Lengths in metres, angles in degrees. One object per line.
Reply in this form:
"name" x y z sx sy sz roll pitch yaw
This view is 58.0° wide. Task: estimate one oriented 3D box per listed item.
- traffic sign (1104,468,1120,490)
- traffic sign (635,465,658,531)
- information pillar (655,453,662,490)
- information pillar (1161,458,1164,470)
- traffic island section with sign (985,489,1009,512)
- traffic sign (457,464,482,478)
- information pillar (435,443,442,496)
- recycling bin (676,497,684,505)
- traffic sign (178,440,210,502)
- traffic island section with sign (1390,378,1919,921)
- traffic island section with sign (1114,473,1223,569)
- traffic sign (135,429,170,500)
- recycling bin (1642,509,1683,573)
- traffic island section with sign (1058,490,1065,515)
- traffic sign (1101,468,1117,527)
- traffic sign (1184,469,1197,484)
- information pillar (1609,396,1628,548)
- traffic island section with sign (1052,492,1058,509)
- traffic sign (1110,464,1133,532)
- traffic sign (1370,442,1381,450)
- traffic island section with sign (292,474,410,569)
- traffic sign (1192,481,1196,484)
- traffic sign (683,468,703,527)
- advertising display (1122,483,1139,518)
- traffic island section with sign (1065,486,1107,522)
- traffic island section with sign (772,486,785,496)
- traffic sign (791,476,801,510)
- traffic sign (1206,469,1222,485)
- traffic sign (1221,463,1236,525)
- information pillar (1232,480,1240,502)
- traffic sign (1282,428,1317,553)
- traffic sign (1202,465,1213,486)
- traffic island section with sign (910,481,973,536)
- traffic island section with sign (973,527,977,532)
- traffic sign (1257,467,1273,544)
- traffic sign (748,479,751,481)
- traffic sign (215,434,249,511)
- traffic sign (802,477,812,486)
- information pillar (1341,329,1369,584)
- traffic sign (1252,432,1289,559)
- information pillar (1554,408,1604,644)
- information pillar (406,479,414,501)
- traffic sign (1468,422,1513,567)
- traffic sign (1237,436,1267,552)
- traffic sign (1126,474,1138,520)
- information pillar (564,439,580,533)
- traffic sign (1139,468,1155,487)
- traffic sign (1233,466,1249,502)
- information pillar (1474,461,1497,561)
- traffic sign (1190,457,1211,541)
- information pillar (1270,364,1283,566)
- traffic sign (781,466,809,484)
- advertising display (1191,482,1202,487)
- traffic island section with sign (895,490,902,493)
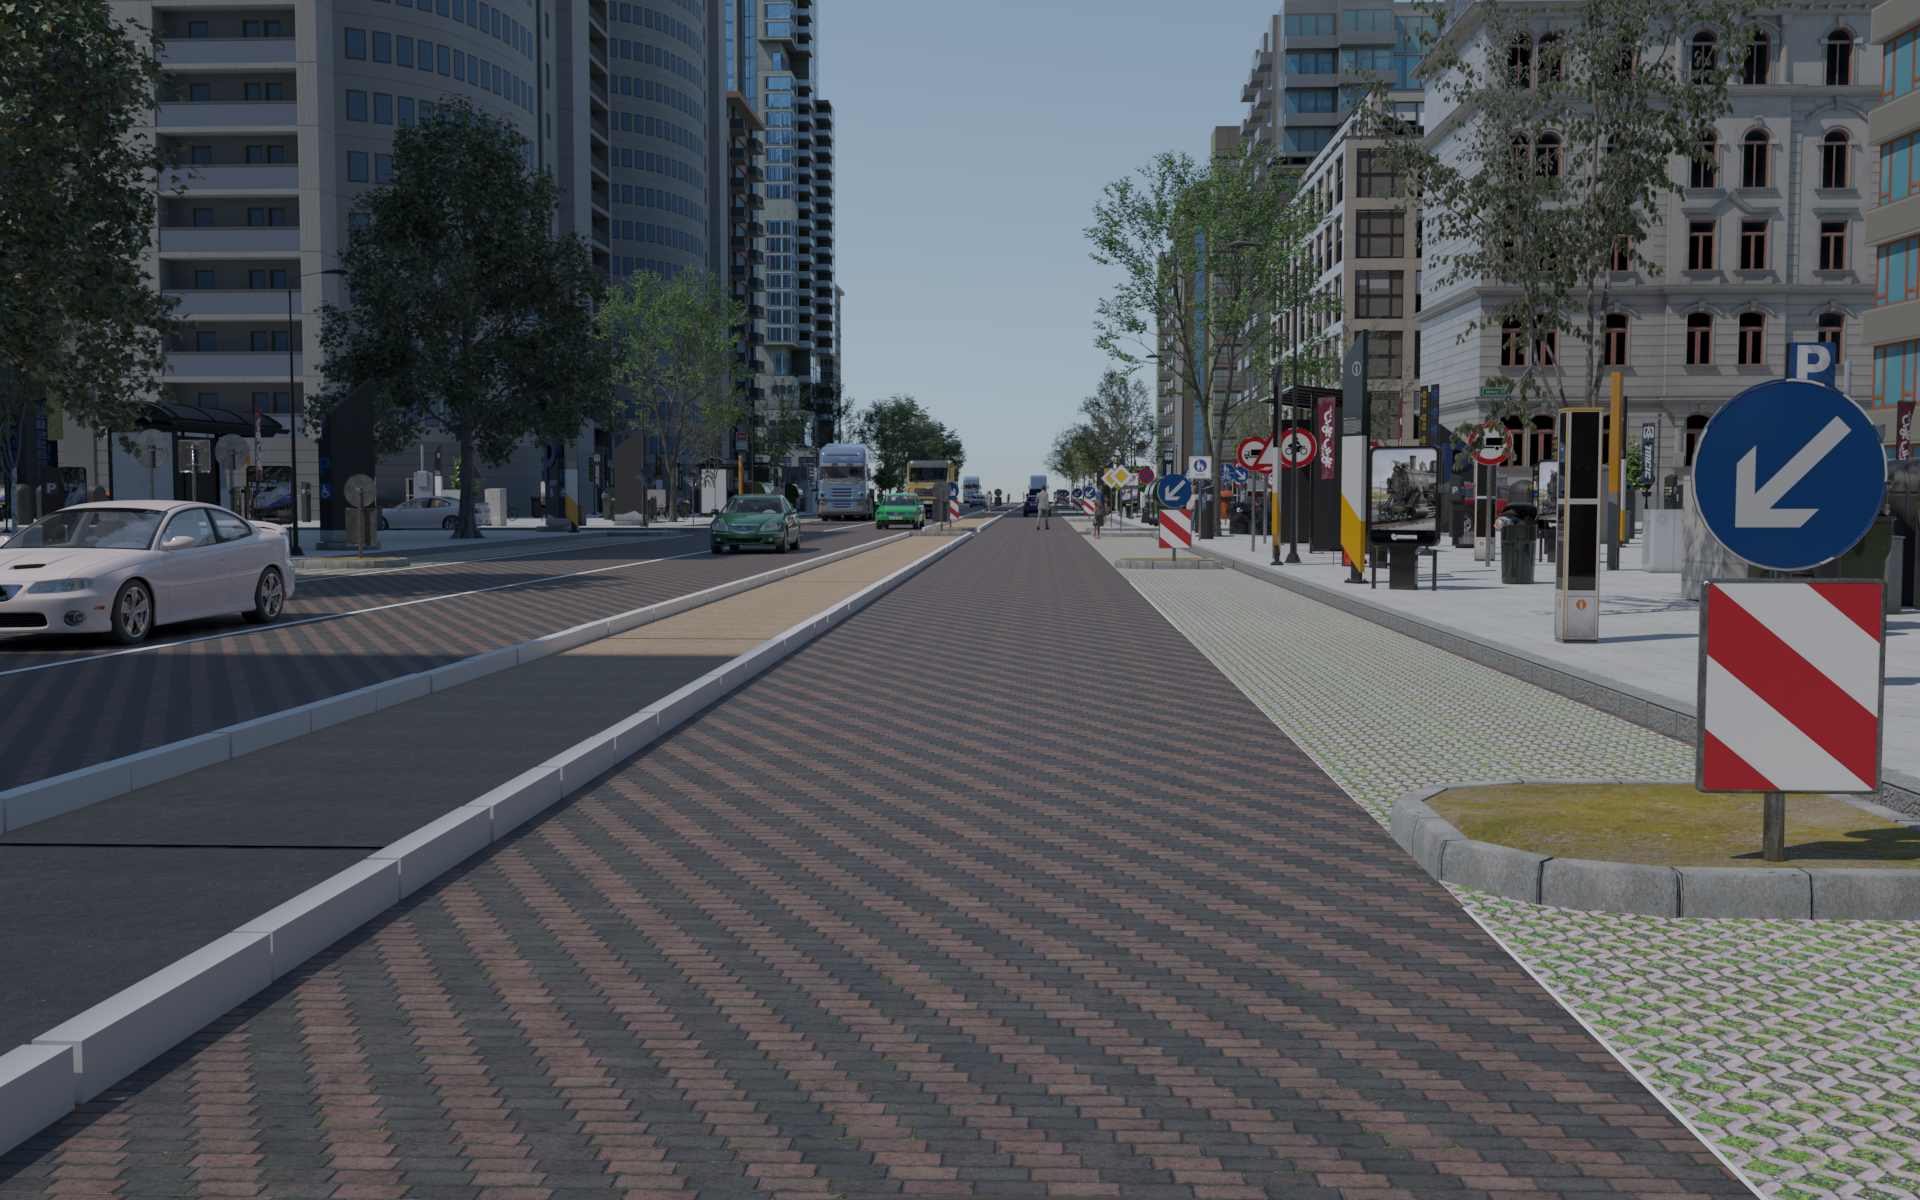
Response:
"traffic sign" 12.532 -8.775 137.337 2.265 3.308 0.079 0 4 4
"traffic sign" -10.731 -3.405 59.319 0.795 2.450 0.064 0 4 3
"information pillar" -17.388 -6.644 99.992 0.183 3.616 0.504 2 4 30
"information pillar" 13.332 -7.505 114.065 0.183 3.616 0.504 -1 4 -10
"traffic island section with sign" 3.095 -8.164 141.618 2.006 1.907 1.989 0 4 3
"traffic sign" -16.475 -3.557 58.162 0.884 2.594 0.081 0 4 5
"information pillar" -24.124 -5.433 80.178 0.504 3.616 0.183 3 5 41
"recycling bin" -21.265 -7.242 130.964 0.722 1.027 0.722 -3 5 -42
"traffic sign" -14.482 -1.874 32.774 0.606 2.300 0.079 0 4 4
"traffic island section with sign" 2.777 0.116 6.737 1.989 1.847 2.006 0 4 3
"traffic island section with sign" 4.010 -1.531 33.664 1.989 1.847 2.006 0 4 3
"traffic sign" -15.805 -2.065 33.876 0.768 2.556 0.104 0 4 8
"recycling bin" 11.608 -0.966 28.342 0.722 1.027 0.722 1 4 10
"traffic island section with sign" 7.770 -6.594 116.435 1.989 1.847 2.006 0 4 3
"traffic sign" 5.810 -3.847 66.540 0.795 2.450 0.064 0 4 3
"traffic sign" 11.408 -5.258 86.077 0.768 2.556 0.104 0 4 5
"information pillar" 15.754 -3.065 41.471 0.183 3.616 0.504 -1 4 -22
"traffic island section with sign" 10.074 -9.661 166.583 1.989 1.847 2.006 0 4 3
"traffic sign" 5.446 -3.359 58.563 0.795 2.450 0.064 0 4 3
"traffic sign" 9.949 -2.568 42.096 0.768 2.556 0.104 0 4 7
"traffic island section with sign" -11.924 -1.546 33.913 1.989 1.847 2.006 0 4 3
"traffic sign" 12.206 -5.622 92.020 0.768 2.556 0.104 0 4 4
"traffic sign" -10.367 -3.893 67.296 0.795 2.450 0.064 0 4 3
"advertising display" 9.089 -5.357 92.797 0.974 1.923 0.123 1 4 21
"traffic island section with sign" 6.563 -4.947 89.507 1.989 1.847 2.006 0 4 3
"traffic island section with sign" -9.389 -4.942 89.436 1.989 1.847 2.006 0 4 3
"traffic sign" -11.528 -7.433 121.630 0.768 2.556 0.104 1 4 9
"traffic sign" 10.163 -4.265 69.832 0.768 2.556 0.104 0 4 4
"traffic sign" 11.033 -4.388 71.852 0.768 2.556 0.104 0 4 6
"information pillar" 14.239 -5.186 89.282 0.304 2.012 0.304 3 4 37
"traffic sign" 6.442 -2.026 33.226 0.768 2.556 0.104 1 4 11
"traffic sign" 8.273 -3.604 59.034 0.768 2.556 0.104 0 4 8
"traffic island section with sign" -0.670 -3.121 59.158 2.006 1.907 1.989 0 4 3
"traffic island section with sign" -0.322 -3.573 66.557 2.006 1.907 1.989 0 4 3
"traffic sign" 7.880 -2.727 44.692 0.768 2.556 0.104 0 4 4
"traffic sign" -14.539 -7.261 120.844 0.606 2.300 0.079 1 4 12
"traffic sign" -15.415 -2.237 36.677 0.768 2.556 0.104 0 4 6
"traffic sign" -11.193 -7.740 126.656 0.768 2.556 0.104 0 4 8
"information pillar" 5.658 -2.047 24.824 0.183 3.616 0.504 -1 4 -23
"traffic sign" 6.197 -2.087 34.119 0.884 2.594 0.081 1 4 10
"information pillar" 5.324 -0.637 14.911 0.304 2.012 0.304 0 4 5
"information pillar" -25.990 -4.735 81.917 0.304 2.012 0.304 -2 4 -33
"traffic sign" 9.308 -1.857 30.468 0.768 2.556 0.104 1 4 12
"traffic sign" 6.521 -2.344 38.437 0.768 2.556 0.104 0 4 6
"traffic sign" 8.488 -5.099 85.501 0.606 2.300 0.079 0 4 5
"information pillar" -12.862 -4.036 57.350 0.183 3.616 0.504 3 4 36
"traffic sign" 9.061 -5.139 84.127 0.768 2.556 0.104 1 4 11
"traffic sign" 12.904 -4.869 79.719 0.768 2.556 0.104 0 4 4
"information pillar" 10.044 -1.749 33.093 0.304 2.012 0.304 3 5 41
"traffic sign" 6.569 -2.770 47.416 0.606 2.300 0.079 0 4 4
"information pillar" 5.688 -2.428 31.047 0.183 3.616 0.504 1 4 19
"traffic sign" -12.191 -8.157 127.243 2.265 3.308 0.079 1 4 9
"advertising display" 12.600 -5.406 93.598 0.974 1.923 0.123 -1 4 -10
"traffic island section with sign" -5.863 -9.666 166.674 1.989 1.847 2.006 0 4 3
